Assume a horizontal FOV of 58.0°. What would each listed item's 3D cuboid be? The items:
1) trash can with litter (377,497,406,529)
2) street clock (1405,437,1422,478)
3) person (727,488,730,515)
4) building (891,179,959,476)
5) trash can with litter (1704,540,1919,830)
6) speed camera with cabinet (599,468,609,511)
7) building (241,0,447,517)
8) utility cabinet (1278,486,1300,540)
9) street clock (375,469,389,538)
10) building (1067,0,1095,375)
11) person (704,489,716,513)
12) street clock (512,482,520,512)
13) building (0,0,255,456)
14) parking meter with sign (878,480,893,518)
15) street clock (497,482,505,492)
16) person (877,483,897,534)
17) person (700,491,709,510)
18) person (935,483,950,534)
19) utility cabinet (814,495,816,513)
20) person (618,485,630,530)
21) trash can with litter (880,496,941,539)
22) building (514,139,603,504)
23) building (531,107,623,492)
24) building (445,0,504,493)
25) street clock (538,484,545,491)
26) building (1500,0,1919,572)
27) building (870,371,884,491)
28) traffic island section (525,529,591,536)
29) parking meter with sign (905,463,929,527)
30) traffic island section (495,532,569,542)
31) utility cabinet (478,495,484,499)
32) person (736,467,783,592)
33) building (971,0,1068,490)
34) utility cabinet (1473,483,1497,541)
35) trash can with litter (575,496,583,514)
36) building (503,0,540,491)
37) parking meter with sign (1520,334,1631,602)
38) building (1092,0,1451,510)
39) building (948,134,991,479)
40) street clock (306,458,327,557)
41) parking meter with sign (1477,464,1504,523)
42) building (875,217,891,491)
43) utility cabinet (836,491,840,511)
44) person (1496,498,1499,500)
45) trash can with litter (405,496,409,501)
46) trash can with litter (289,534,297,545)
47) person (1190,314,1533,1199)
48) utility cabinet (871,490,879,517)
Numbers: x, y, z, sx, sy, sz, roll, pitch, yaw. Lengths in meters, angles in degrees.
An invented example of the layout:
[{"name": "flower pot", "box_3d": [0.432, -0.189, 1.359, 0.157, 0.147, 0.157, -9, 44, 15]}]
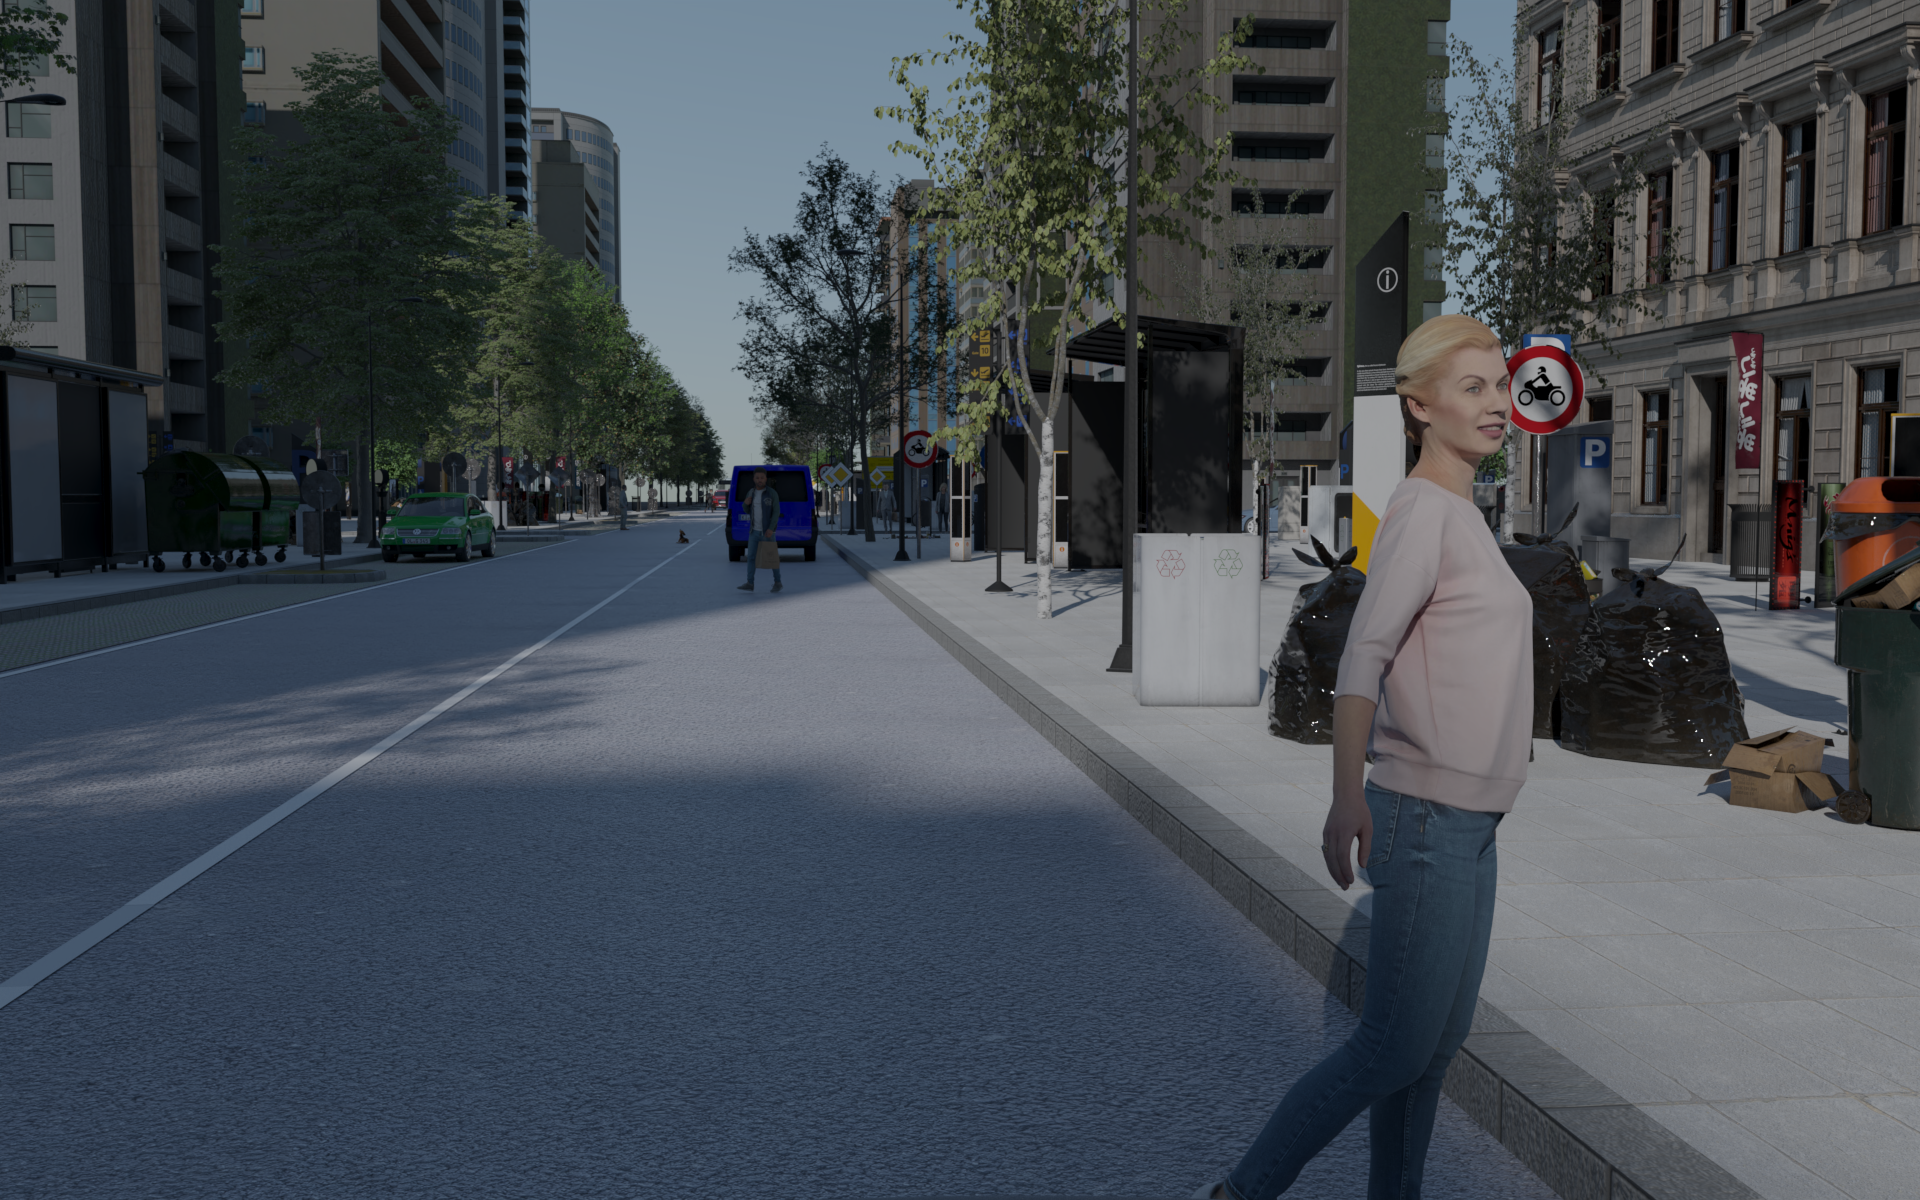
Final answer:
[{"name": "trash can with litter", "box_3d": [-19.857, -3.004, 60.502, 1.055, 1.170, 0.624, 0, 4, 7]}, {"name": "street clock", "box_3d": [4.506, -0.769, 17.142, 0.471, 2.002, 0.358, -3, 5, -41]}, {"name": "person", "box_3d": [-15.201, -6.486, 114.739, 0.583, 1.804, 0.606, -2, 4, -35]}, {"name": "building", "box_3d": [-2.440, -36.460, 246.233, 14.600, 45.320, 14.200, 0, 4, -6]}, {"name": "trash can with litter", "box_3d": [3.516, 0.277, 6.858, 0.624, 1.170, 1.055, -3, 5, -43]}, {"name": "speed camera with cabinet", "box_3d": [-26.754, -8.413, 131.890, 2.038, 3.252, 0.660, 2, 4, 26]}, {"name": "building", "box_3d": [-44.401, -29.532, 106.547, 21.300, 48.544, 21.600, 0, 4, -6]}, {"name": "utility cabinet", "box_3d": [9.437, -2.418, 48.213, 1.173, 1.500, 0.318, -1, 4, -19]}, {"name": "street clock", "box_3d": [-16.767, -2.794, 50.246, 0.471, 2.002, 0.358, 3, 5, 39]}, {"name": "building", "box_3d": [14.435, -27.704, 103.065, 14.600, 45.320, 14.200, 0, 4, -6]}, {"name": "person", "box_3d": [-19.141, -7.595, 132.643, 0.822, 1.834, 0.622, 1, 4, 12]}, {"name": "street clock", "box_3d": [-25.907, -5.900, 101.040, 0.358, 2.002, 0.471, 2, 4, 26]}, {"name": "building", "box_3d": [-41.519, -18.761, 78.446, 14.160, 30.474, 14.107, 0, 4, -6]}, {"name": "parking meter with sign", "box_3d": [-3.746, -5.836, 91.674, 0.543, 3.016, 1.738, -3, 4, -38]}, {"name": "street clock", "box_3d": [-27.069, -5.971, 102.189, 0.358, 2.002, 0.471, 2, 4, 33]}, {"name": "person", "box_3d": [-2.512, -3.124, 59.698, 0.709, 1.813, 0.853, 0, 4, -3]}, {"name": "person", "box_3d": [-22.959, -9.053, 157.227, 1.217, 1.735, 0.721, 0, 4, 6]}, {"name": "person", "box_3d": [-0.464, -2.975, 57.324, 0.709, 1.800, 0.728, 1, 4, 9]}, {"name": "utility cabinet", "box_3d": [-9.788, -6.222, 112.895, 0.306, 1.237, 1.020, 2, 4, 29]}, {"name": "person", "box_3d": [-13.387, -3.688, 68.901, 0.391, 1.810, 0.635, -1, 4, -19]}, {"name": "trash can with litter", "box_3d": [-1.428, -2.387, 50.080, 2.233, 1.210, 1.678, -3, 4, -36]}, {"name": "building", "box_3d": [-61.461, -37.662, 239.475, 21.300, 48.544, 21.600, 0, 4, -6]}, {"name": "building", "box_3d": [-63.378, -44.157, 263.969, 21.231, 58.520, 28.212, 0, 4, -6]}, {"name": "building", "box_3d": [-51.027, -36.913, 145.530, 21.231, 58.520, 28.212, 0, 4, -6]}, {"name": "street clock", "box_3d": [-29.149, -7.104, 120.716, 0.471, 2.002, 0.358, -2, 4, -33]}, {"name": "building", "box_3d": [18.456, -10.234, 31.951, 10.561, 19.102, 19.286, 0, 4, -6]}, {"name": "building", "box_3d": [-8.237, -31.729, 290.471, 14.160, 30.474, 14.107, 0, 4, -6]}, {"name": "traffic island section", "box_3d": [-14.091, -2.361, 60.883, 2.009, 0.180, 2.903, 0, 4, -6]}, {"name": "parking meter with sign", "box_3d": [-1.582, -4.437, 68.812, 0.543, 3.016, 1.738, -2, 4, -25]}, {"name": "traffic island section", "box_3d": [-13.220, -1.876, 52.945, 2.009, 0.180, 2.903, 0, 4, -6]}, {"name": "utility cabinet", "box_3d": [-32.591, -6.527, 117.874, 0.306, 1.237, 1.020, -1, 4, -9]}, {"name": "person", "box_3d": [-2.831, -1.010, 24.994, 0.794, 1.824, 0.713, 3, 5, 44]}, {"name": "building", "box_3d": [11.516, -42.154, 127.466, 20.563, 71.187, 20.611, 0, 4, -6]}, {"name": "utility cabinet", "box_3d": [10.156, -1.602, 34.869, 1.173, 1.500, 0.318, 2, 4, 31]}, {"name": "trash can with litter", "box_3d": [-28.582, -7.283, 130.463, 0.624, 1.170, 1.055, 0, 4, 8]}, {"name": "building", "box_3d": [-54.353, -52.731, 174.826, 22.319, 86.520, 31.000, 0, 4, -6]}, {"name": "parking meter with sign", "box_3d": [6.476, -1.339, 18.156, 0.543, 3.016, 1.738, 0, 4, -6]}, {"name": "building", "box_3d": [14.582, -19.157, 84.922, 14.107, 30.474, 14.160, 0, 4, -6]}, {"name": "building", "box_3d": [12.772, -30.404, 188.990, 32.217, 40.220, 23.993, 0, 4, -6]}, {"name": "street clock", "box_3d": [-13.091, -1.878, 35.273, 0.471, 2.002, 0.358, 3, 5, 41]}, {"name": "parking meter with sign", "box_3d": [16.306, -3.517, 53.767, 0.543, 3.016, 1.738, 0, 4, 3]}, {"name": "building", "box_3d": [-1.767, -37.515, 267.994, 22.147, 44.769, 28.867, 0, 4, -6]}, {"name": "utility cabinet", "box_3d": [-9.315, -7.431, 130.173, 0.318, 1.500, 1.173, -3, 5, -41]}, {"name": "person", "box_3d": [19.037, -3.277, 62.248, 0.590, 1.801, 0.661, 1, 4, 15]}, {"name": "trash can with litter", "box_3d": [-41.021, -7.121, 127.488, 1.678, 1.210, 2.233, -1, 4, -20]}, {"name": "trash can with litter", "box_3d": [-16.920, -1.957, 43.392, 1.055, 1.170, 0.624, -2, 4, -33]}, {"name": "person", "box_3d": [0.682, 0.378, 2.985, 0.598, 1.740, 0.731, 1, 4, 13]}, {"name": "utility cabinet", "box_3d": [-5.057, -5.285, 95.081, 1.173, 1.500, 0.318, 0, 4, 3]}]
